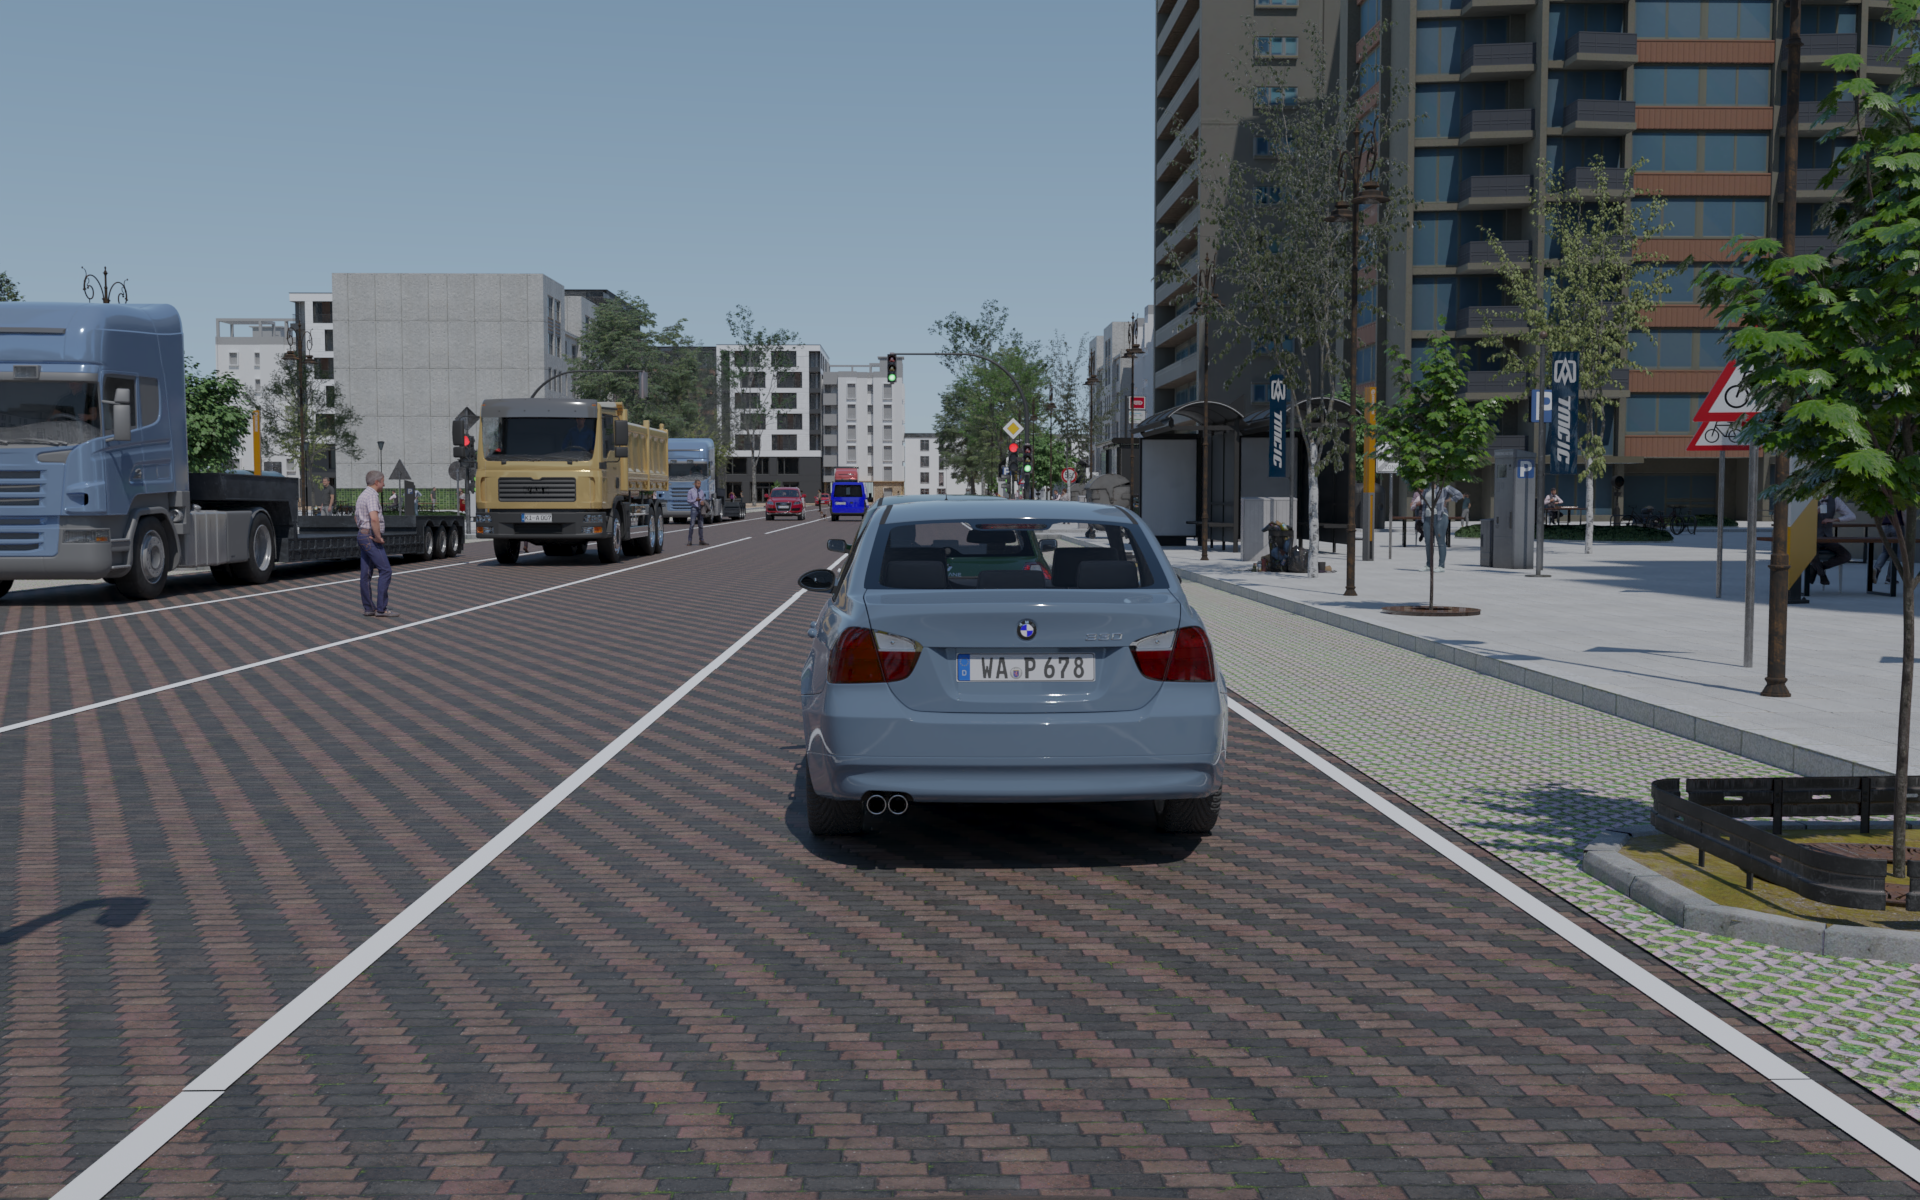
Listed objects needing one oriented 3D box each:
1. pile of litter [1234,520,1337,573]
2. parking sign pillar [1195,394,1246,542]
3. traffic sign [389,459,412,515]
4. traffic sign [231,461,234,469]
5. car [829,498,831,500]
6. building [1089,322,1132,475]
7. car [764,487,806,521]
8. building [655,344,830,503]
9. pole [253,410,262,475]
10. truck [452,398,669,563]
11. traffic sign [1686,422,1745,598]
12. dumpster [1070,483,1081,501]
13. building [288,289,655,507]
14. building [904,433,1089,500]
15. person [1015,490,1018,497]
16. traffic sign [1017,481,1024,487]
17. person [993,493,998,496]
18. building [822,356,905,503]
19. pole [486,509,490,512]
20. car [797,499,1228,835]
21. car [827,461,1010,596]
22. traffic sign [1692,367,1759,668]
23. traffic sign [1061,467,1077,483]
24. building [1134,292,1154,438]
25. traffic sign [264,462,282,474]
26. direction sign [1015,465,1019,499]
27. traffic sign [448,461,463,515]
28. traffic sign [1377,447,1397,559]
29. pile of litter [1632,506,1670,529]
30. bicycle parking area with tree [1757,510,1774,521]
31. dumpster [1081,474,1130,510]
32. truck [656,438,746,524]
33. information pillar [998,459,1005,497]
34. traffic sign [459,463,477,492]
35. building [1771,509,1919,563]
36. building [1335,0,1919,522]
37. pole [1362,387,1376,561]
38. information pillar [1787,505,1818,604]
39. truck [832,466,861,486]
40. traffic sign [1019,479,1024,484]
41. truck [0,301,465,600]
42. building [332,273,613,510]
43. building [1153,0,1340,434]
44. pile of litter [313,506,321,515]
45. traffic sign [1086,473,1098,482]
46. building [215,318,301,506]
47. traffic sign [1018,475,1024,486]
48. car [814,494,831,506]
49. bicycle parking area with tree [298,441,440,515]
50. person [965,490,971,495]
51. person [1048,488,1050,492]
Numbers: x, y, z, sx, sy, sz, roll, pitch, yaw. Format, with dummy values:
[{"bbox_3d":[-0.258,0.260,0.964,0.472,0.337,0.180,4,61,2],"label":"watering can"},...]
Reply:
[{"bbox_3d":[5.379,-0.899,28.659,1.176,0.858,1.719,-3,4,-39],"label":"pile of litter"},{"bbox_3d":[7.137,-3.581,47.024,1.447,3.967,1.447,2,4,28],"label":"parking sign pillar"},{"bbox_3d":[-20.743,-3.923,64.153,0.884,2.594,0.081,0,4,6],"label":"traffic sign"},{"bbox_3d":[-22.549,-3.232,52.947,0.768,2.556,0.104,0,4,4],"label":"traffic sign"},{"bbox_3d":[-11.088,-9.227,160.644,2.009,1.686,4.222,0,4,-1],"label":"car"},{"bbox_3d":[23.756,-19.563,186.314,16.747,18.905,31.486,0,4,-1],"label":"building"},{"bbox_3d":[-9.577,-5.294,95.234,2.281,1.827,5.304,0,4,-3],"label":"car"},{"bbox_3d":[-35.650,-24.831,249.956,32.646,21.610,27.936,0,4,-1],"label":"building"},{"bbox_3d":[-17.132,-2.962,42.270,0.158,3.312,0.155,0,3,0],"label":"pole"},{"bbox_3d":[-8.368,-2.569,37.935,3.469,3.379,9.791,0,4,-1],"label":"truck"},{"bbox_3d":[9.372,-1.304,21.322,0.884,2.594,0.081,0,4,6],"label":"traffic sign"},{"bbox_3d":[6.448,-5.347,93.183,1.264,1.857,1.865,0,4,-1],"label":"dumpster"},{"bbox_3d":[-51.747,-20.946,186.434,32.646,21.610,27.936,0,4,-1],"label":"building"},{"bbox_3d":[6.285,-18.370,242.499,28.070,9.664,9.099,0,4,-1],"label":"building"},{"bbox_3d":[5.831,-10.282,175.088,0.756,1.711,0.436,-2,4,-29],"label":"person"},{"bbox_3d":[4.553,-7.812,127.830,0.768,2.556,0.104,0,4,5],"label":"traffic sign"},{"bbox_3d":[3.672,-10.151,172.735,1.217,1.743,0.721,1,4,21],"label":"person"},{"bbox_3d":[-13.490,-23.709,244.056,11.380,20.091,16.016,0,4,-1],"label":"building"},{"bbox_3d":[-19.460,-4.739,71.332,0.158,3.312,0.155,0,3,0],"label":"pole"},{"bbox_3d":[0.175,0.209,8.587,2.014,1.417,4.499,0,4,-2],"label":"car"},{"bbox_3d":[-0.139,-0.291,14.537,2.009,1.686,4.222,0,4,-1],"label":"car"},{"bbox_3d":[5.831,-0.779,12.742,0.884,2.594,0.081,1,4,8],"label":"traffic sign"},{"bbox_3d":[5.178,-5.017,82.139,0.768,2.556,0.104,0,4,5],"label":"traffic sign"},{"bbox_3d":[24.599,-18.833,164.334,16.016,20.091,11.380,0,4,-1],"label":"building"},{"bbox_3d":[-21.635,-3.206,54.550,0.606,2.300,0.079,0,4,8],"label":"traffic sign"},{"bbox_3d":[3.628,-7.037,107.054,0.379,3.537,0.876,-3,5,-42],"label":"direction sign"},{"bbox_3d":[-19.266,-4.059,66.478,0.768,2.556,0.104,0,4,4],"label":"traffic sign"},{"bbox_3d":[8.457,-1.948,33.987,0.606,2.300,0.079,0,4,1],"label":"traffic sign"},{"bbox_3d":[25.667,-3.110,64.809,1.176,0.858,1.719,-2,4,-35],"label":"pile of litter"},{"bbox_3d":[38.497,-5.248,72.799,8.231,4.147,9.016,-1,4,-19],"label":"bicycle parking area with tree"},{"bbox_3d":[4.274,-2.706,50.003,1.264,1.857,1.865,0,4,-1],"label":"dumpster"},{"bbox_3d":[-13.211,-6.106,89.597,2.967,4.110,18.799,0,4,-1],"label":"truck"},{"bbox_3d":[2.764,-7.502,114.006,0.504,3.616,0.183,0,4,-5],"label":"information pillar"},{"bbox_3d":[-18.578,-3.998,65.474,0.768,2.556,0.104,0,4,4],"label":"traffic sign"},{"bbox_3d":[33.916,-20.675,29.915,32.217,40.220,23.993,0,4,-1],"label":"building"},{"bbox_3d":[32.972,-26.544,88.616,28.867,44.769,22.147,0,4,-1],"label":"building"},{"bbox_3d":[7.823,-2.402,33.109,0.158,3.312,0.155,0,3,0],"label":"pole"},{"bbox_3d":[9.840,-1.766,20.234,0.504,3.616,0.183,-2,4,-28],"label":"information pillar"},{"bbox_3d":[-11.565,-11.505,177.013,2.839,4.237,11.283,0,4,-3],"label":"truck"},{"bbox_3d":[3.507,-5.549,90.728,0.884,2.594,0.081,0,4,4],"label":"traffic sign"},{"bbox_3d":[-12.315,-2.483,30.349,2.967,4.110,18.799,0,4,-2],"label":"truck"},{"bbox_3d":[-42.111,-17.625,154.621,16.747,18.905,31.486,0,4,-1],"label":"building"},{"bbox_3d":[25.127,-30.147,116.607,21.300,48.544,21.600,0,4,-1],"label":"building"},{"bbox_3d":[-24.076,-3.164,65.690,1.176,0.858,1.719,-1,4,-15],"label":"pile of litter"},{"bbox_3d":[6.264,-4.894,82.141,0.606,2.300,0.079,0,4,3],"label":"traffic sign"},{"bbox_3d":[-73.911,-20.562,192.609,11.380,20.091,16.016,0,4,-1],"label":"building"},{"bbox_3d":[3.962,-6.505,106.457,0.768,2.556,0.104,0,4,3],"label":"traffic sign"},{"bbox_3d":[-16.404,-12.160,207.861,2.155,1.783,4.494,0,4,0],"label":"car"},{"bbox_3d":[-33.880,-6.594,94.806,8.231,4.147,9.016,2,4,35],"label":"bicycle parking area with tree"},{"bbox_3d":[0.903,-11.929,201.169,1.350,1.814,0.705,-1,4,-13],"label":"person"},{"bbox_3d":[7.477,-8.530,145.639,0.705,1.807,1.348,-1,4,-13],"label":"person"}]
